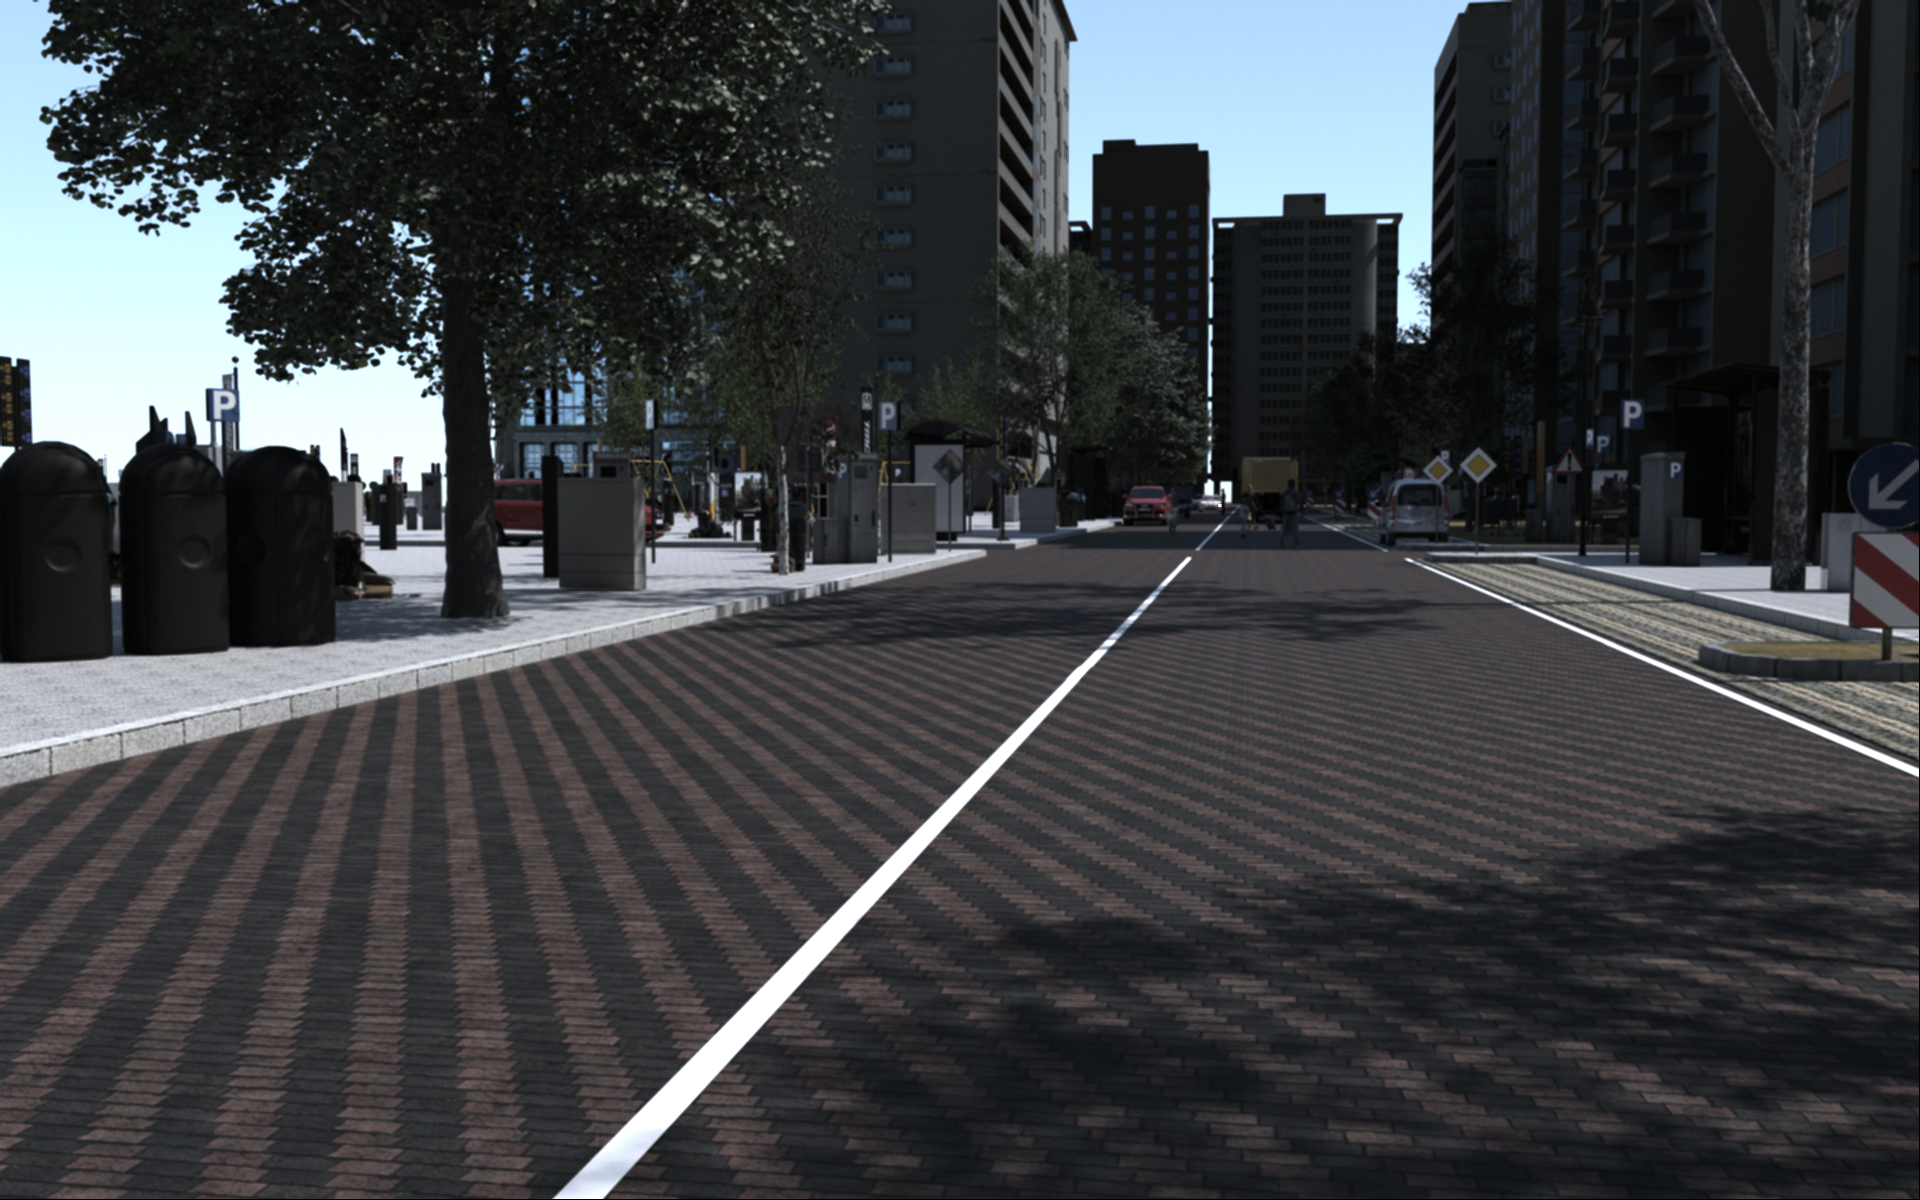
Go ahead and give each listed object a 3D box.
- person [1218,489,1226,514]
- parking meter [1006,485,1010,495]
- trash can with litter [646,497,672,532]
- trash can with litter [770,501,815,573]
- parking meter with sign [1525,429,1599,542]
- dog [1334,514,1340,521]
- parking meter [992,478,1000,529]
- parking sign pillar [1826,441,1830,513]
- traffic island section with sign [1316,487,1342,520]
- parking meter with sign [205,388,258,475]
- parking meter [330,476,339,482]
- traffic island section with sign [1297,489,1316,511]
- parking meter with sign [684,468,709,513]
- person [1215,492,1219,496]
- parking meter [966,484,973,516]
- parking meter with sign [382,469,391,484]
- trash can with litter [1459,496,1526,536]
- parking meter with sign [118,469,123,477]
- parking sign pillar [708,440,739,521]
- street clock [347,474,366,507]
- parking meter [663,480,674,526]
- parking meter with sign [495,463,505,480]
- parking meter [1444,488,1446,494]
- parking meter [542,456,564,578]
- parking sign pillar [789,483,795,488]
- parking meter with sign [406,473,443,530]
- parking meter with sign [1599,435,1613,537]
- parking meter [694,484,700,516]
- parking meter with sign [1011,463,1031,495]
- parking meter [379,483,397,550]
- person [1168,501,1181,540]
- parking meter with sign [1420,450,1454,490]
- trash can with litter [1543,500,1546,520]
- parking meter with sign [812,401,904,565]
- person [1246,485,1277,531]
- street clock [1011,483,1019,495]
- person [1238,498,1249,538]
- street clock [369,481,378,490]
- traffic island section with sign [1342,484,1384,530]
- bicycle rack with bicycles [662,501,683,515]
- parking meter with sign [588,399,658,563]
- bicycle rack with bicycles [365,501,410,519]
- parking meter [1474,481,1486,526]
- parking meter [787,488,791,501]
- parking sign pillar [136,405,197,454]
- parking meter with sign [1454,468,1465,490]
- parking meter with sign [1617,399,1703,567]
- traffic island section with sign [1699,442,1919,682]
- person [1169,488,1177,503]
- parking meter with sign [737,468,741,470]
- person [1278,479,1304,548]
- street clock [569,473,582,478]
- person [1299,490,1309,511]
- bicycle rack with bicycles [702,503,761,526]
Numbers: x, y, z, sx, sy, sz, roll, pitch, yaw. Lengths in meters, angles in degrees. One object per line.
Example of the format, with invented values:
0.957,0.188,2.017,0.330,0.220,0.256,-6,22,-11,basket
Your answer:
18.727,-7.035,123.513,0.705,1.826,1.348,2,4,26,person
3.144,-6.618,113.915,0.255,1.863,0.399,0,4,-3,parking meter
-10.338,-2.915,59.054,0.624,1.170,1.055,2,4,25,trash can with litter
-2.778,-1.050,28.560,0.624,1.170,1.055,0,4,6,trash can with litter
16.043,-3.061,46.303,1.738,3.016,0.543,0,4,-8,parking meter with sign
19.836,-4.324,90.889,0.748,0.427,0.550,-2,4,-30,dog
1.376,-3.573,64.131,0.255,1.863,0.399,1,4,23,parking meter
25.636,-3.874,51.814,1.447,3.967,1.447,2,4,35,parking sign pillar
20.931,-5.344,95.999,1.989,1.847,2.006,1,4,9,traffic island section with sign
-11.542,-1.954,28.208,1.738,3.016,0.543,3,4,38,parking meter with sign
-20.079,-3.048,55.549,0.255,1.863,0.399,0,4,-3,parking meter
29.153,-8.340,144.992,1.989,1.847,2.006,1,4,9,traffic island section with sign
-17.441,-7.292,115.490,1.738,3.016,0.543,1,4,9,parking meter with sign
28.963,-11.361,195.176,0.541,1.710,0.530,1,4,11,person
0.567,-5.816,100.802,0.399,1.863,0.255,3,5,43,parking meter
-40.506,-7.704,122.222,0.543,3.016,1.738,-2,4,-26,parking meter with sign
16.618,-2.567,53.027,2.233,1.210,1.678,2,4,30,trash can with litter
-58.952,-7.617,120.799,0.543,3.016,1.738,1,4,11,parking meter with sign
-11.193,-5.709,81.806,1.447,3.967,1.447,-2,4,-28,parking sign pillar
-22.042,-3.576,63.040,0.471,2.002,0.358,1,4,8,street clock
-11.782,-3.936,70.063,0.399,1.863,0.255,2,4,25,parking meter
-25.862,-6.197,97.577,0.543,3.016,1.738,-1,4,-18,parking meter with sign
18.306,-3.523,66.012,0.372,1.533,0.369,0,3,0,parking meter
-6.240,-1.278,26.599,0.255,1.863,0.399,0,4,2,parking meter
-11.482,-8.239,123.186,1.447,3.967,1.447,-2,4,-33,parking sign pillar
-18.890,-4.015,61.904,1.738,3.016,0.543,-1,4,-13,parking meter with sign
19.713,-3.395,51.767,1.738,3.016,0.543,-2,4,-35,parking meter with sign
-15.701,-5.976,103.413,0.255,1.863,0.399,-1,4,-16,parking meter
3.633,-6.082,95.700,0.543,3.016,1.738,-3,5,-42,parking meter with sign
-13.162,-1.922,39.833,0.372,1.533,0.369,0,3,0,parking meter
6.697,-2.459,53.719,0.382,1.210,0.505,-3,4,-39,person
18.629,-4.431,68.704,1.738,3.016,0.543,-2,4,-27,parking meter with sign
29.071,-4.564,86.003,0.624,1.170,1.055,-2,4,-29,trash can with litter
-1.932,-2.185,31.992,1.738,3.016,0.543,-3,5,-42,parking meter with sign
11.778,-3.638,68.196,1.509,1.804,0.699,-1,4,-19,person
3.727,-6.890,117.215,0.471,2.002,0.358,-3,4,-37,street clock
9.355,-2.705,57.006,0.425,1.301,0.394,2,4,31,person
-33.389,-5.756,98.681,0.471,2.002,0.358,1,4,21,street clock
16.474,-3.718,69.413,1.989,1.847,2.006,1,4,9,traffic island section with sign
-18.438,-5.808,108.339,2.852,0.926,2.925,-1,4,-14,bicycle rack with bicycles
-6.432,-2.167,31.690,1.738,3.016,0.543,-2,4,-25,parking meter with sign
-29.186,-4.582,88.293,2.852,0.926,2.925,0,4,4,bicycle rack with bicycles
20.793,-3.885,69.231,0.399,1.863,0.255,3,5,44,parking meter
-6.788,-3.748,69.693,0.372,1.533,0.369,0,3,0,parking meter
-24.556,-3.970,53.388,1.447,3.967,1.447,-1,4,-11,parking sign pillar
32.831,-7.302,115.649,1.738,3.016,0.543,-2,4,-27,parking meter with sign
12.660,-2.141,31.267,0.543,3.016,1.738,-1,4,-20,parking meter with sign
7.182,-0.333,14.069,1.989,1.847,2.006,1,4,9,traffic island section with sign
12.402,-5.672,101.417,0.728,1.800,0.709,-2,4,-33,person
-14.942,-7.307,115.733,0.543,3.016,1.738,-1,4,-14,parking meter with sign
8.663,-2.268,45.568,0.713,1.824,0.794,-2,4,-25,person
-12.958,-3.297,58.471,0.358,2.002,0.471,2,4,26,street clock
28.338,-8.170,142.610,0.750,1.759,0.617,-1,4,-14,person
-9.402,-3.558,71.558,2.852,0.926,2.925,-1,4,-17,bicycle rack with bicycles
